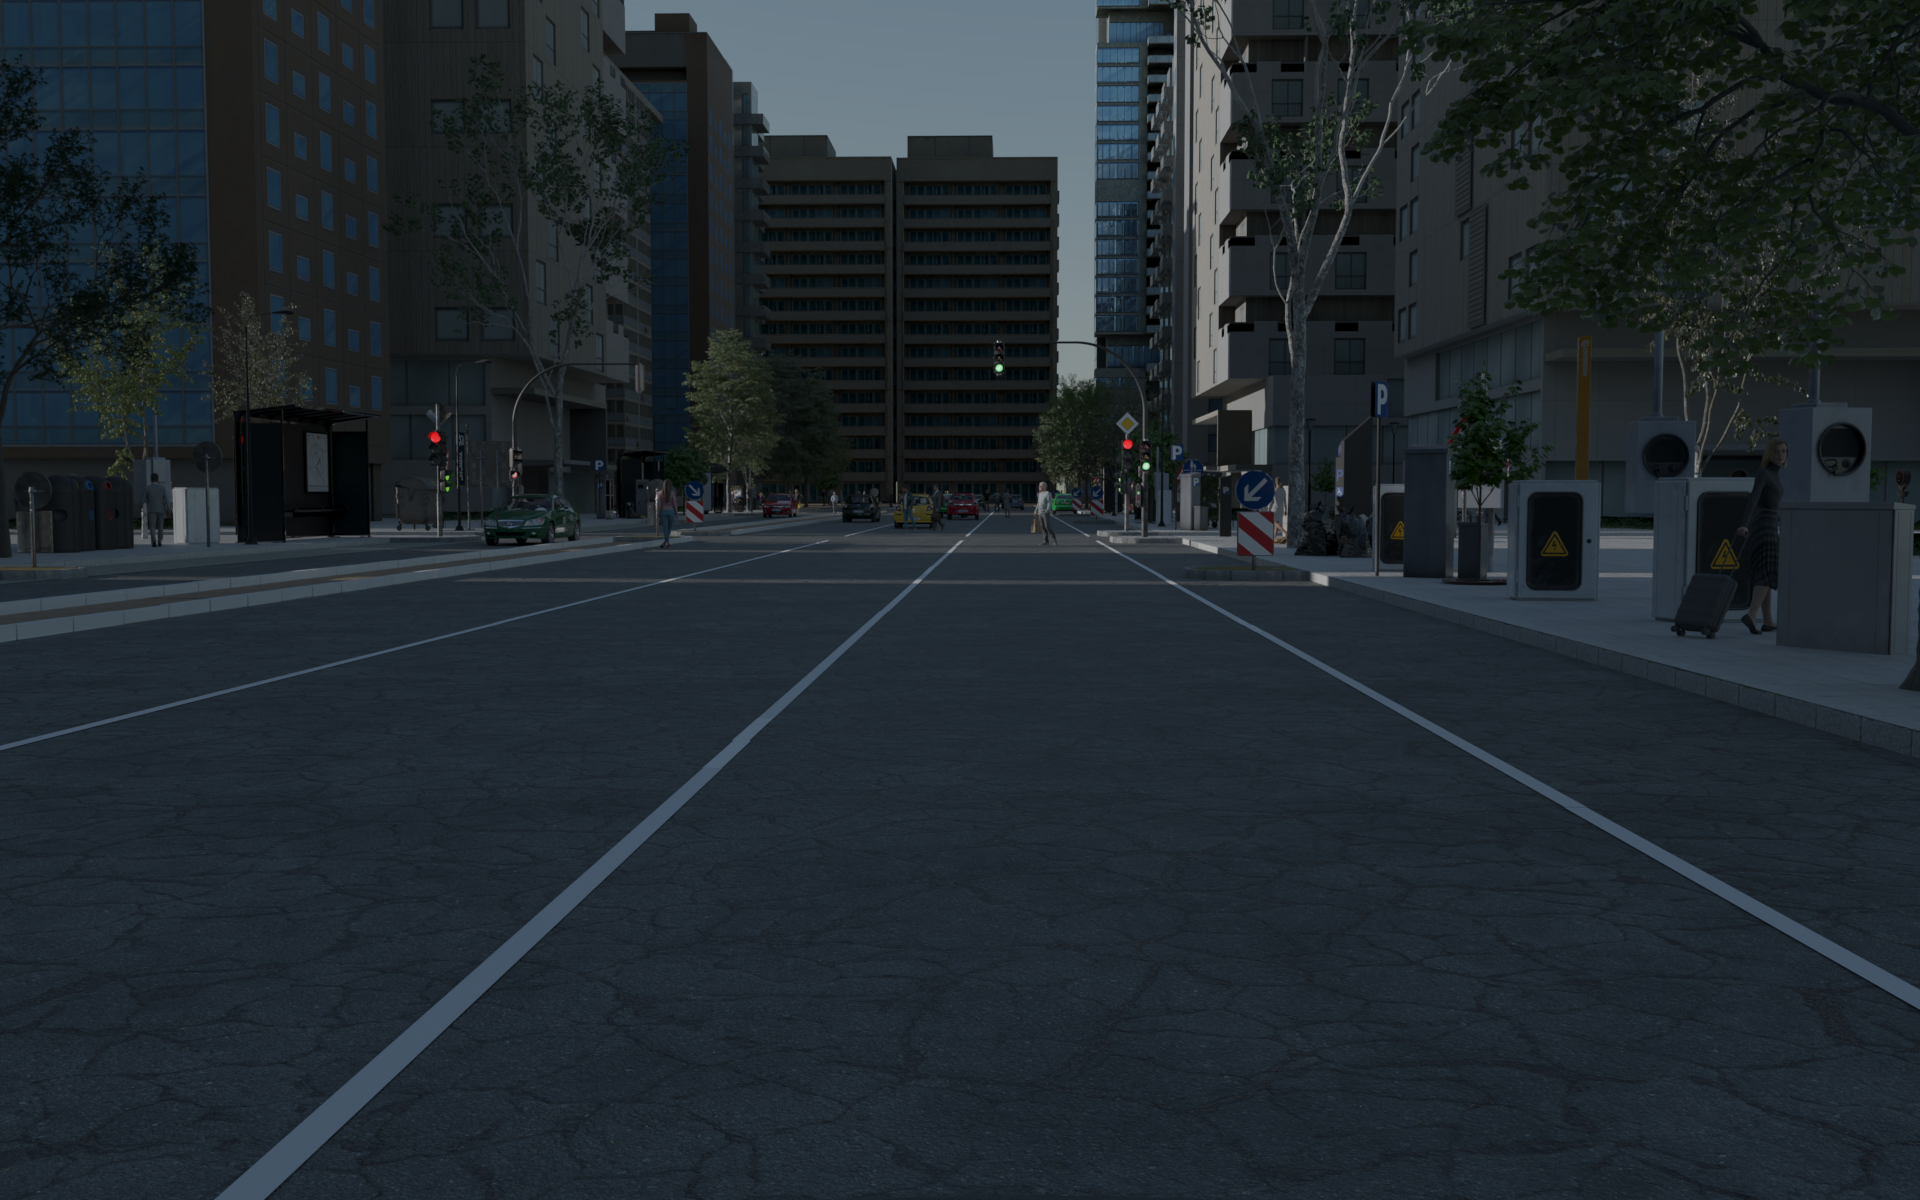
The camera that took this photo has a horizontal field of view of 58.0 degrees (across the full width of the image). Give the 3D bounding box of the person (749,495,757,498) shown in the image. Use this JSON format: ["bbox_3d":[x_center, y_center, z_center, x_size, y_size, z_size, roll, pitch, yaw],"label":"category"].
[{"bbox_3d":[-19.023,-9.353,159.700,1.217,1.736,0.721,3,4,38],"label":"person"}]

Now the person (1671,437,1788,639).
[{"bbox_3d":[7.126,-0.586,15.837,1.509,1.804,0.699,-2,4,-24],"label":"person"}]

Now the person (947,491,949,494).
[{"bbox_3d":[-1.165,-10.073,173.739,0.990,1.755,0.434,0,4,-5],"label":"person"}]

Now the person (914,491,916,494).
[{"bbox_3d":[-4.026,-9.114,158.196,1.217,1.739,0.721,2,4,35],"label":"person"}]

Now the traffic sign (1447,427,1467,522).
[{"bbox_3d":[8.087,-1.698,27.764,0.884,2.594,0.081,1,4,8],"label":"traffic sign"}]

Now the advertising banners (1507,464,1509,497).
[{"bbox_3d":[18.912,-3.873,59.511,0.090,3.025,2.074,1,4,12],"label":"advertising banners"}]

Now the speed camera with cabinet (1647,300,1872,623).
[{"bbox_3d":[8.098,-1.415,17.475,2.038,3.252,0.660,-1,4,-10],"label":"speed camera with cabinet"}]

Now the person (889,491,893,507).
[{"bbox_3d":[-7.737,-11.397,195.398,0.434,1.755,0.990,-2,4,-27],"label":"person"}]

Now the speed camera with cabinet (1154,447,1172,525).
[{"bbox_3d":[8.397,-4.725,71.592,0.660,3.252,2.038,0,4,2],"label":"speed camera with cabinet"}]

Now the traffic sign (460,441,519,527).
[{"bbox_3d":[-18.075,-4.442,66.505,2.265,3.308,0.079,0,4,2],"label":"traffic sign"}]

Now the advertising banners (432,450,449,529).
[{"bbox_3d":[-19.447,-4.199,64.841,0.090,3.025,2.074,-2,4,-33],"label":"advertising banners"}]

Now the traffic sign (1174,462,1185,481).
[{"bbox_3d":[9.084,-4.282,70.021,0.884,2.594,0.081,1,4,11],"label":"traffic sign"}]

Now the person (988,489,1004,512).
[{"bbox_3d":[2.898,-7.827,136.555,1.350,1.814,0.705,-1,4,-17],"label":"person"}]

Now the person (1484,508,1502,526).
[{"bbox_3d":[21.442,-3.908,69.848,0.836,1.842,0.656,2,4,23],"label":"person"}]

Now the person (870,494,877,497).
[{"bbox_3d":[-10.511,-12.219,208.306,1.348,1.821,0.705,-2,4,-31],"label":"person"}]

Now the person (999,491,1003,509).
[{"bbox_3d":[3.873,-9.391,162.486,0.683,1.767,0.568,-3,5,-42],"label":"person"}]

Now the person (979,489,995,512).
[{"bbox_3d":[2.159,-7.964,138.728,1.348,1.822,0.705,-1,4,-9],"label":"person"}]

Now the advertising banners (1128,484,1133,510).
[{"bbox_3d":[12.446,-7.984,126.726,0.090,3.025,2.074,0,4,-6],"label":"advertising banners"}]

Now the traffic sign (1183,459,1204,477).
[{"bbox_3d":[8.501,-3.858,63.182,0.768,2.556,0.104,1,4,11],"label":"traffic sign"}]

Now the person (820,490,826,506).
[{"bbox_3d":[-14.246,-10.614,180.095,0.721,1.766,1.217,2,4,27],"label":"person"}]

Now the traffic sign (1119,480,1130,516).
[{"bbox_3d":[9.499,-6.083,99.566,0.768,2.556,0.104,0,4,4],"label":"traffic sign"}]

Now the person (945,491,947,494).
[{"bbox_3d":[-1.294,-10.240,176.442,0.721,1.766,1.217,0,4,0],"label":"person"}]

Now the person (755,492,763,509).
[{"bbox_3d":[-17.211,-8.492,148.118,0.599,1.433,0.991,3,4,36],"label":"person"}]

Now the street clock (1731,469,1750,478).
[{"bbox_3d":[22.870,-2.828,50.810,0.471,2.002,0.358,3,5,42],"label":"street clock"}]

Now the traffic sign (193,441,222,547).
[{"bbox_3d":[-18.091,-2.540,41.627,0.768,2.556,0.104,1,4,9],"label":"traffic sign"}]

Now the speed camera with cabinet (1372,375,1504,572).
[{"bbox_3d":[7.886,-2.093,28.552,2.038,3.252,0.660,1,4,22],"label":"speed camera with cabinet"}]

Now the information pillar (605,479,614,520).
[{"bbox_3d":[-17.630,-5.053,87.115,0.304,2.012,0.304,1,4,21],"label":"information pillar"}]

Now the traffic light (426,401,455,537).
[{"bbox_3d":[-15.675,-3.868,52.165,0.839,4.253,0.868,0,4,2],"label":"traffic light"}]

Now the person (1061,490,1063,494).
[{"bbox_3d":[8.560,-8.390,146.212,0.617,1.759,0.750,1,4,16],"label":"person"}]

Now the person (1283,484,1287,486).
[{"bbox_3d":[16.107,-4.983,87.729,1.509,1.804,0.699,3,5,42],"label":"person"}]

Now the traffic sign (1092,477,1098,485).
[{"bbox_3d":[10.358,-8.015,131.154,0.768,2.556,0.104,0,4,7],"label":"traffic sign"}]

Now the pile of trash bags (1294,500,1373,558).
[{"bbox_3d":[8.418,-1.565,35.345,1.912,1.369,3.447,-2,4,-28],"label":"pile of trash bags"}]

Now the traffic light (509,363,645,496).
[{"bbox_3d":[-13.336,-5.226,60.117,4.771,5.953,1.251,0,4,2],"label":"traffic light"}]

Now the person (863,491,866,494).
[{"bbox_3d":[-11.274,-11.926,204.215,1.217,1.736,0.721,1,4,13],"label":"person"}]

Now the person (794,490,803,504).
[{"bbox_3d":[-16.627,-10.439,177.403,1.217,1.739,0.721,2,4,26],"label":"person"}]

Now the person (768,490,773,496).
[{"bbox_3d":[-20.142,-10.918,185.345,1.217,1.735,0.721,3,5,42],"label":"person"}]

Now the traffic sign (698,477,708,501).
[{"bbox_3d":[-16.028,-6.573,107.575,0.768,2.556,0.104,1,4,10],"label":"traffic sign"}]

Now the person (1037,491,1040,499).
[{"bbox_3d":[9.412,-11.971,204.101,0.709,1.838,0.599,-1,4,-20],"label":"person"}]

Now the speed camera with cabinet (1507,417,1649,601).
[{"bbox_3d":[7.712,-1.622,20.858,2.038,3.252,0.660,0,4,8],"label":"speed camera with cabinet"}]

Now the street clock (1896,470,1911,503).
[{"bbox_3d":[27.962,-2.863,51.386,0.358,2.002,0.471,0,4,4],"label":"street clock"}]

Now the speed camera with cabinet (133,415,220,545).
[{"bbox_3d":[-20.013,-3.053,44.259,0.660,3.252,2.038,2,4,31],"label":"speed camera with cabinet"}]

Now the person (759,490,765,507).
[{"bbox_3d":[-20.301,-10.448,177.580,0.721,1.735,1.217,-2,4,-28],"label":"person"}]

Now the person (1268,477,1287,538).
[{"bbox_3d":[8.505,-2.402,46.070,0.760,1.731,0.466,3,5,43],"label":"person"}]

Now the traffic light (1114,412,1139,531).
[{"bbox_3d":[5.722,-4.318,59.513,0.839,4.253,0.868,0,4,2],"label":"traffic light"}]

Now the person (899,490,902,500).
[{"bbox_3d":[-4.983,-8.397,146.501,0.721,1.736,1.217,0,4,2],"label":"person"}]

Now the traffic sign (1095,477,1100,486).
[{"bbox_3d":[10.168,-7.650,125.180,0.768,2.556,0.104,0,4,4],"label":"traffic sign"}]

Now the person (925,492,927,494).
[{"bbox_3d":[-4.277,-12.362,211.345,0.721,1.735,1.217,0,4,7],"label":"person"}]

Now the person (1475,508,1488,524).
[{"bbox_3d":[18.280,-3.326,60.611,0.728,1.800,0.709,1,4,9],"label":"person"}]

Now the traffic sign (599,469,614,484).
[{"bbox_3d":[-17.947,-5.373,87.958,0.768,2.556,0.104,0,4,7],"label":"traffic sign"}]

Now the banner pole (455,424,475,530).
[{"bbox_3d":[-17.660,-4.380,61.625,0.401,3.779,0.863,2,4,29],"label":"banner pole"}]

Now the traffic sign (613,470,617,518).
[{"bbox_3d":[-18.772,-5.785,94.593,0.884,2.594,0.081,1,4,10],"label":"traffic sign"}]

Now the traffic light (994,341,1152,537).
[{"bbox_3d":[3.383,-4.696,51.455,4.771,5.953,1.251,0,4,2],"label":"traffic light"}]
